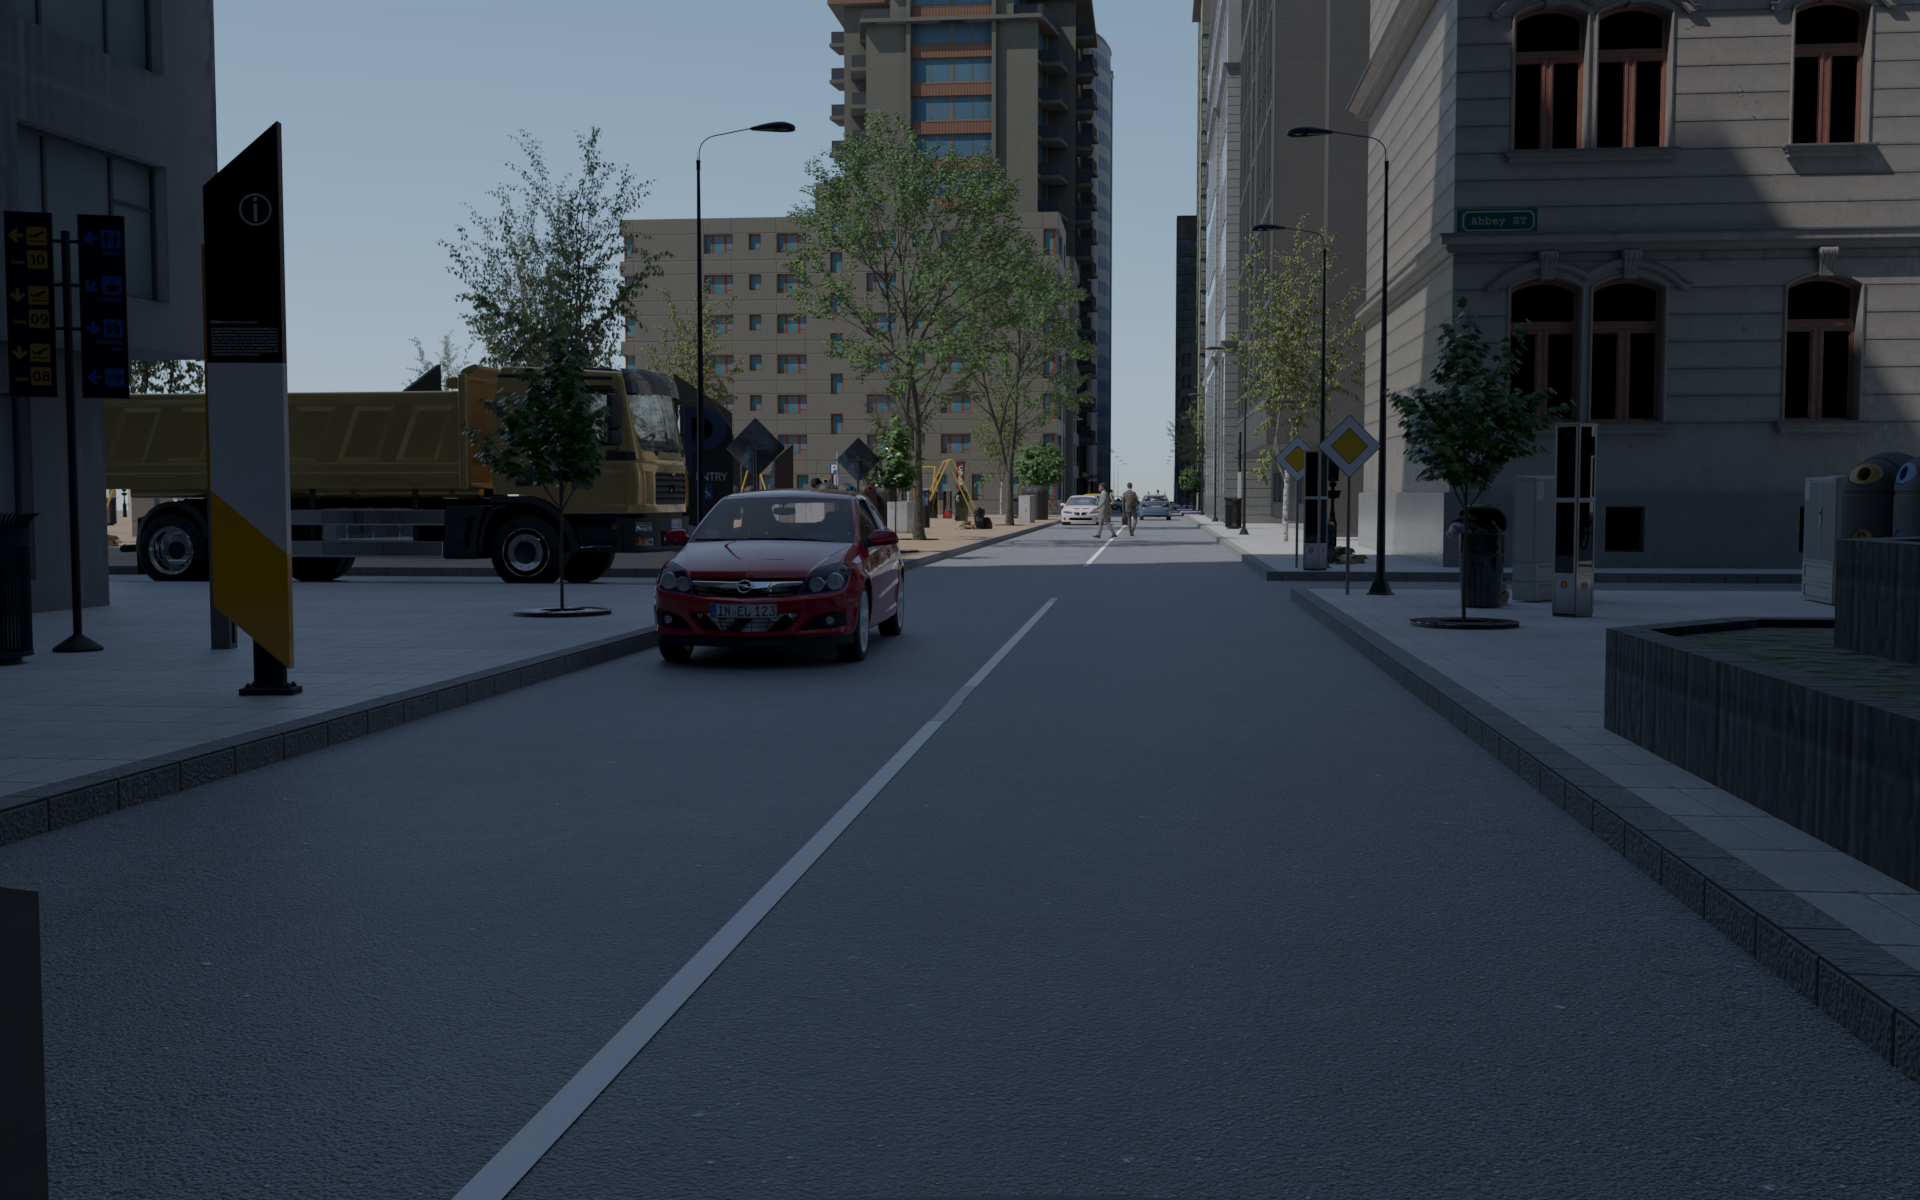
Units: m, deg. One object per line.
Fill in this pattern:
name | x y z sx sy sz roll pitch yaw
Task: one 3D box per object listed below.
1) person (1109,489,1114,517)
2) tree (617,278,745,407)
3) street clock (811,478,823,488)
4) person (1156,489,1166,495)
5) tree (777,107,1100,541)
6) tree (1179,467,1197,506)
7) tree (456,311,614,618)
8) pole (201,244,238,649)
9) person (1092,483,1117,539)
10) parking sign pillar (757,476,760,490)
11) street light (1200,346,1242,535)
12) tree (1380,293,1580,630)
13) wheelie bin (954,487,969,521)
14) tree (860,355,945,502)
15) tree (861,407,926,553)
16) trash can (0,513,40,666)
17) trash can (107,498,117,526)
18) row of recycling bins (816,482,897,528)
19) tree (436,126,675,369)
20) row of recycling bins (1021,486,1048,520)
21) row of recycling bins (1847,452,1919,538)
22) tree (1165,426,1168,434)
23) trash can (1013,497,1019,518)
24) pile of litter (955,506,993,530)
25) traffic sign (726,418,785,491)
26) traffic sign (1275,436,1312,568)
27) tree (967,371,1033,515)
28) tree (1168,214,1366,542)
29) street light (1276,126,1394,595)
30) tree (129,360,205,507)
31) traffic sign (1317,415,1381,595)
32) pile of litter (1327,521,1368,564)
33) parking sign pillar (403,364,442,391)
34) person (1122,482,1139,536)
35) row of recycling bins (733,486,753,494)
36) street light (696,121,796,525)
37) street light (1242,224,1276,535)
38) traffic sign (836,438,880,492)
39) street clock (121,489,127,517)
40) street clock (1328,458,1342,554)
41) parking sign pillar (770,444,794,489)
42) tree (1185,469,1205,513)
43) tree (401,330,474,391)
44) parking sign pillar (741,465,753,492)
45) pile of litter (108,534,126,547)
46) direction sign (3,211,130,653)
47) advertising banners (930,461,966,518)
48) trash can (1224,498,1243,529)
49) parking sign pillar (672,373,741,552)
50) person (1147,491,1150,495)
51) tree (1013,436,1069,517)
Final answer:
person | 9.580 -6.071 108.556 0.721 1.735 1.217 0 4 6
tree | -9.358 -6.674 59.488 4.737 8.622 4.395 0 3 0
street clock | -6.435 -4.454 77.390 0.358 2.002 0.471 3 4 38
person | 12.421 -5.991 107.251 0.742 1.727 0.445 1 4 17
tree | -1.318 -7.470 47.896 9.928 11.665 9.643 0 3 0
tree | 25.903 -12.841 193.670 4.285 4.588 4.351 0 3 0
tree | -4.238 -1.463 18.526 1.663 3.219 1.824 0 3 0
pole | -6.109 -1.250 14.284 0.158 3.312 0.155 0 3 0
person | 4.655 -2.875 55.783 0.850 1.792 0.678 1 4 11
parking sign pillar | -12.068 -6.723 98.395 1.447 3.967 1.447 -1 4 -17
street light | 8.410 -5.011 54.467 1.470 5.913 1.316 0 4 6
tree | 4.843 -1.363 16.893 1.663 3.219 1.824 0 3 0
wheelie bin | 0.098 -4.543 82.192 0.693 1.594 0.980 1 4 11
tree | -2.898 -8.491 89.194 4.360 8.622 3.978 0 3 0
tree | -1.332 -2.665 38.178 1.663 3.219 1.824 0 3 0
trash can | -7.336 -0.085 13.046 0.748 1.137 0.748 0 3 0
trash can | -34.661 -3.595 70.435 0.748 1.137 0.748 0 3 0
row of recycling bins | -3.785 -3.392 62.565 3.534 1.692 1.069 -3 5 -42
tree | -7.808 -5.116 34.009 4.360 8.622 3.978 0 3 0
row of recycling bins | 3.709 -4.891 87.088 1.069 1.692 3.534 0 4 -7
row of recycling bins | 9.118 -0.533 15.832 1.069 1.692 3.534 0 4 6
tree | 15.711 -9.887 112.017 4.737 8.622 4.395 0 3 0
trash can | 2.856 -4.917 92.049 0.748 1.137 0.748 0 3 0
pile of litter | 0.493 -3.016 63.284 1.719 0.858 1.176 -2 4 -33
traffic sign | -2.704 -1.179 22.911 0.795 2.450 0.064 0 4 6
traffic sign | 5.833 -1.610 29.968 0.795 2.450 0.064 0 4 6
tree | 2.451 -9.398 104.019 4.737 8.622 4.395 0 3 0
tree | 8.941 -5.889 46.647 4.737 8.622 4.395 0 3 0
street light | 4.828 -3.025 21.996 1.470 5.913 1.316 0 4 6
tree | -24.502 -6.010 48.634 4.360 8.622 3.978 0 3 0
traffic sign | 4.939 -1.125 22.033 0.795 2.450 0.064 0 4 6
pile of litter | 7.073 -1.126 32.369 1.176 0.858 1.719 2 4 32
parking sign pillar | -11.295 -2.883 35.607 1.447 3.967 1.447 2 4 35
person | 5.800 -3.091 58.999 0.622 1.834 0.822 1 4 20
row of recycling bins | -11.785 -4.844 86.311 3.534 1.692 1.069 0 4 0
street light | -2.746 -3.013 21.811 1.470 5.913 1.316 0 4 6
street light | 5.709 -3.506 29.866 1.470 5.913 1.316 0 4 6
traffic sign | -1.811 -1.664 30.846 0.795 2.450 0.064 0 4 6
street clock | -46.185 -5.575 95.720 0.471 2.002 0.358 -3 5 -41
street clock | 7.373 -1.817 34.284 0.358 2.002 0.471 1 4 10
parking sign pillar | -9.509 -6.357 92.410 1.447 3.967 1.447 3 5 44
tree | 16.034 -7.487 117.021 1.663 3.219 1.824 0 3 0
tree | -23.597 -7.815 78.139 4.737 8.622 4.395 0 3 0
parking sign pillar | -11.951 -6.312 91.668 1.447 3.967 1.447 -1 4 -20
pile of litter | -21.082 -1.737 42.361 1.176 0.858 1.719 1 4 20
direction sign | -7.218 -1.350 14.069 0.876 3.537 0.379 -1 4 -18
advertising banners | -0.695 -5.852 91.875 2.074 3.025 0.090 1 4 12
trash can | 10.051 -3.182 63.672 0.748 1.137 0.748 0 3 0
parking sign pillar | -5.710 -3.064 38.572 1.447 3.967 1.447 -1 4 -11
person | 20.795 -11.071 190.237 0.721 1.736 1.217 2 4 23
tree | 4.499 -6.941 97.201 4.285 4.588 4.351 0 3 0
